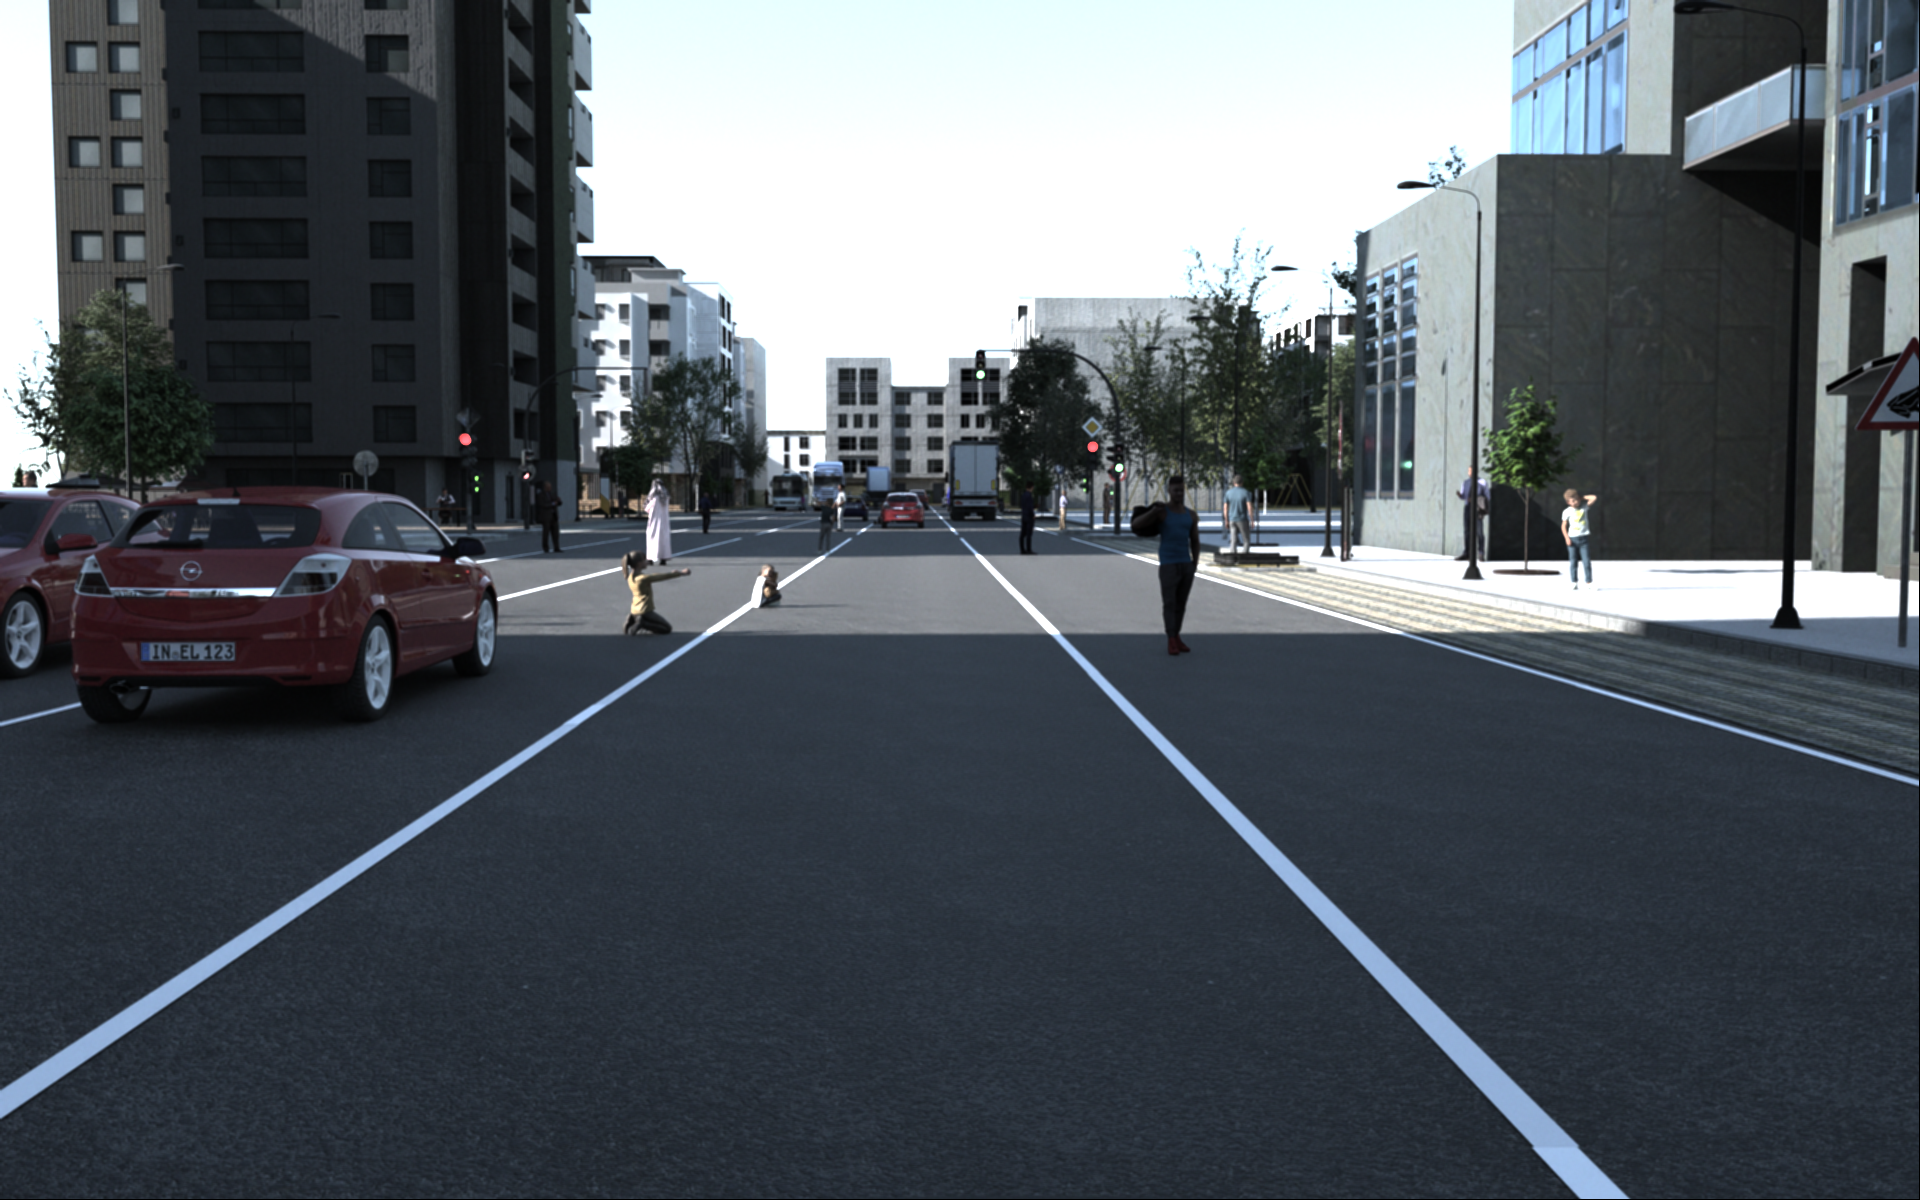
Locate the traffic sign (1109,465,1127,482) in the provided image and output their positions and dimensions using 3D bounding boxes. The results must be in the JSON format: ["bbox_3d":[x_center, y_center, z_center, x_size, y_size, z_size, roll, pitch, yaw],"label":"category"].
[{"bbox_3d":[6.616,-4.442,72.728,0.768,2.556,0.104,0,3,0],"label":"traffic sign"}]

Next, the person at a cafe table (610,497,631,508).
[{"bbox_3d":[-25.869,-7.404,131.921,1.698,1.238,1.726,-3,4,-36],"label":"person at a cafe table"}]

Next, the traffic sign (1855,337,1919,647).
[{"bbox_3d":[7.906,-0.884,14.455,0.884,2.594,0.081,0,4,5],"label":"traffic sign"}]

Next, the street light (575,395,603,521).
[{"bbox_3d":[-17.381,-6.638,81.078,1.470,5.913,1.316,0,4,-1],"label":"street light"}]

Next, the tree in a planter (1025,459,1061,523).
[{"bbox_3d":[4.180,-5.516,87.411,1.991,3.239,1.994,0,4,-1],"label":"tree in a planter"}]

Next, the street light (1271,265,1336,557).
[{"bbox_3d":[7.002,-3.840,35.333,1.470,5.913,1.316,0,4,-1],"label":"street light"}]

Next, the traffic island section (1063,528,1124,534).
[{"bbox_3d":[4.788,-2.472,62.695,2.009,0.180,2.903,0,4,-1],"label":"traffic island section"}]

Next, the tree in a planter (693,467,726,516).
[{"bbox_3d":[-16.514,-7.155,114.203,1.991,3.239,1.994,0,4,-1],"label":"tree in a planter"}]

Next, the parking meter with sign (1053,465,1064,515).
[{"bbox_3d":[5.864,-6.615,104.409,0.543,3.016,1.738,0,4,-5],"label":"parking meter with sign"}]

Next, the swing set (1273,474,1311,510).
[{"bbox_3d":[26.466,-8.524,136.990,2.862,2.851,3.119,0,4,-2],"label":"swing set"}]

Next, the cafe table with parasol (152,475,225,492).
[{"bbox_3d":[-28.193,-3.568,63.204,2.610,1.966,2.610,0,4,3],"label":"cafe table with parasol"}]

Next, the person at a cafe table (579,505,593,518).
[{"bbox_3d":[-20.339,-4.933,91.522,1.698,1.238,1.726,1,4,16],"label":"person at a cafe table"}]

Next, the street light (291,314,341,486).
[{"bbox_3d":[-16.636,-4.414,44.702,1.470,5.913,1.316,0,4,-1],"label":"street light"}]

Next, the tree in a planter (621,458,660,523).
[{"bbox_3d":[-15.851,-5.476,86.762,1.991,3.239,1.994,0,4,-1],"label":"tree in a planter"}]

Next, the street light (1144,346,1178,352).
[{"bbox_3d":[6.482,-5.020,54.621,1.470,5.913,1.316,0,4,-1],"label":"street light"}]

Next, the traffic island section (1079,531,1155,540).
[{"bbox_3d":[4.982,-1.984,54.712,2.009,0.180,2.903,0,4,-1],"label":"traffic island section"}]

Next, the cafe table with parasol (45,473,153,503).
[{"bbox_3d":[-25.546,-2.835,51.223,2.610,1.966,2.610,-1,4,-20],"label":"cafe table with parasol"}]

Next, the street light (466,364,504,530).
[{"bbox_3d":[-16.964,-5.467,61.929,1.470,5.913,1.316,0,4,-1],"label":"street light"}]

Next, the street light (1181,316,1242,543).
[{"bbox_3d":[6.666,-4.445,45.223,1.470,5.913,1.316,0,4,-1],"label":"street light"}]

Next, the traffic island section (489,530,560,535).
[{"bbox_3d":[-15.567,-2.442,62.207,2.009,0.180,2.903,0,4,-1],"label":"traffic island section"}]

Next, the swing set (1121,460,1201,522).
[{"bbox_3d":[9.409,-5.154,81.881,2.862,2.851,3.119,-1,4,-18],"label":"swing set"}]

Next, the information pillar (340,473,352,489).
[{"bbox_3d":[-21.695,-3.472,61.258,0.304,2.012,0.304,3,5,45],"label":"information pillar"}]

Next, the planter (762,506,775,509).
[{"bbox_3d":[-17.725,-8.766,164.467,1.991,0.319,1.994,0,4,-1],"label":"planter"}]

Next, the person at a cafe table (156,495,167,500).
[{"bbox_3d":[-37.448,-4.382,82.505,1.726,1.238,1.698,1,4,21],"label":"person at a cafe table"}]

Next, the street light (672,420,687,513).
[{"bbox_3d":[-18.230,-8.362,109.264,1.470,5.913,1.316,0,4,-1],"label":"street light"}]

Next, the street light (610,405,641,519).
[{"bbox_3d":[-17.651,-7.213,90.473,1.470,5.913,1.316,0,4,-1],"label":"street light"}]

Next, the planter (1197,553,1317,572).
[{"bbox_3d":[5.516,-0.702,32.625,1.991,0.319,1.994,0,4,-1],"label":"planter"}]

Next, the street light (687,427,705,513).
[{"bbox_3d":[-18.326,-8.973,119.251,1.470,5.913,1.316,0,4,-1],"label":"street light"}]

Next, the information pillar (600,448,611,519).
[{"bbox_3d":[-18.213,-5.962,88.840,0.504,3.616,0.183,-2,4,-32],"label":"information pillar"}]

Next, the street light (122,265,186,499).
[{"bbox_3d":[-16.369,-3.832,35.188,1.470,5.913,1.316,0,4,-1],"label":"street light"}]

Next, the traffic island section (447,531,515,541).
[{"bbox_3d":[-15.373,-1.954,54.224,2.009,0.180,2.903,0,4,-1],"label":"traffic island section"}]

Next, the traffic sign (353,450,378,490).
[{"bbox_3d":[-17.302,-3.077,50.421,0.768,2.556,0.104,0,4,6],"label":"traffic sign"}]

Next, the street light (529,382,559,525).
[{"bbox_3d":[-17.244,-6.063,71.679,1.470,5.913,1.316,0,4,-1],"label":"street light"}]

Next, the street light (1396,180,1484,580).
[{"bbox_3d":[7.161,-3.259,25.832,1.470,5.913,1.316,0,4,-1],"label":"street light"}]

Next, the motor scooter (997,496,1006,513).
[{"bbox_3d":[3.212,-7.492,135.273,0.815,1.314,1.986,0,4,-1],"label":"motor scooter"}]

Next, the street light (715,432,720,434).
[{"bbox_3d":[-18.606,-9.617,129.776,1.470,5.913,1.316,0,4,-1],"label":"street light"}]

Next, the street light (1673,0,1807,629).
[{"bbox_3d":[7.394,-2.685,16.435,1.470,5.913,1.316,0,4,-1],"label":"street light"}]

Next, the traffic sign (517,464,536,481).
[{"bbox_3d":[-17.447,-4.256,69.684,0.768,2.556,0.104,0,4,5],"label":"traffic sign"}]

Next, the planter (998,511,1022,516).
[{"bbox_3d":[3.507,-5.750,115.156,1.991,0.319,1.994,0,4,-1],"label":"planter"}]

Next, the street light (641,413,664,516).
[{"bbox_3d":[-17.990,-7.788,99.867,1.470,5.913,1.316,0,4,-1],"label":"street light"}]

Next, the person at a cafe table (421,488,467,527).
[{"bbox_3d":[-20.053,-3.601,67.387,1.698,1.524,1.622,-1,4,-15],"label":"person at a cafe table"}]
